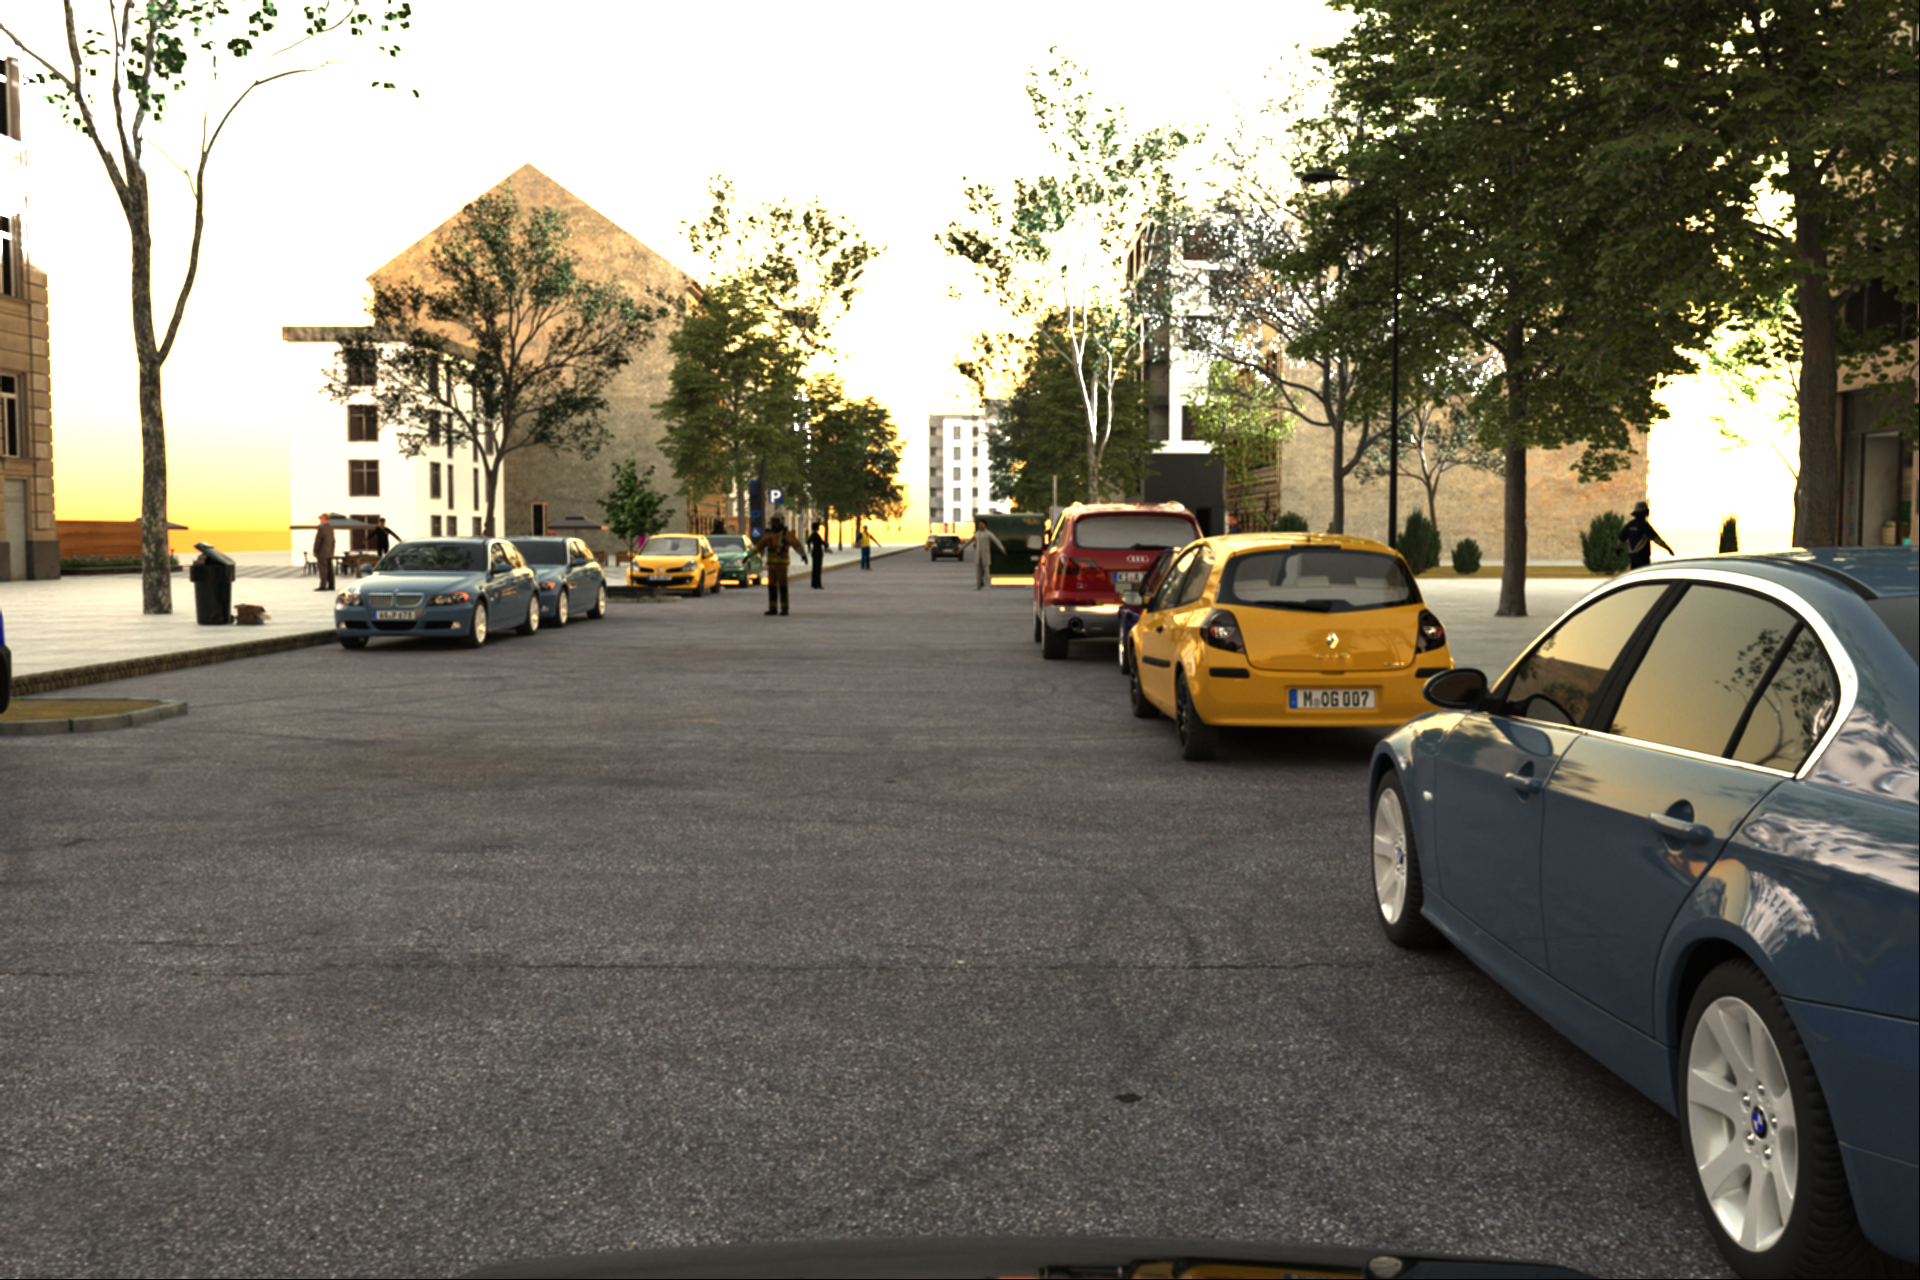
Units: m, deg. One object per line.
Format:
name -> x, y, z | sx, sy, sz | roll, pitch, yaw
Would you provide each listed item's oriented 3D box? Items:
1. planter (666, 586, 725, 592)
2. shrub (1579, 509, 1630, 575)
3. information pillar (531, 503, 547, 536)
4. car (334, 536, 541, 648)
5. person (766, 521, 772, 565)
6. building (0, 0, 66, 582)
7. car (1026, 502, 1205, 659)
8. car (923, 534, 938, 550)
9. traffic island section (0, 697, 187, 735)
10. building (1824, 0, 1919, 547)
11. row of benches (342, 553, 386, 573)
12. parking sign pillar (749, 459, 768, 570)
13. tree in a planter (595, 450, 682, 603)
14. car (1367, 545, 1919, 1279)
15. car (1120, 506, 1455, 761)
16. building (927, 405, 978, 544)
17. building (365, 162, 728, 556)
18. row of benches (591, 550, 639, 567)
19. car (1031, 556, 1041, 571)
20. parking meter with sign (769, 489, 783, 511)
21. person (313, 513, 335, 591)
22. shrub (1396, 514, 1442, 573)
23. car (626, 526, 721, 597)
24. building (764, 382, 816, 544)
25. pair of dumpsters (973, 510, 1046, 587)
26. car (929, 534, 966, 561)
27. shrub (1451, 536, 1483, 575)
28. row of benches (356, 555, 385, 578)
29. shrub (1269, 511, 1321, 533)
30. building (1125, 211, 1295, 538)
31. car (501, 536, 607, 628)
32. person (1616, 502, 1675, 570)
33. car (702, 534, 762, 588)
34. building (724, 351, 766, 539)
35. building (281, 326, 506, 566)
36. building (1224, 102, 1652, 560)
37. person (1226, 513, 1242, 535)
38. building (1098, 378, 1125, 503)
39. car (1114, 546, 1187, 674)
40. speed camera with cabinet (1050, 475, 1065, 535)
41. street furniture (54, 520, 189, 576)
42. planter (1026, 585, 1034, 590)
planter -> -7.032, -1.395, 43.955 | 1.991, 0.319, 1.994 | 0, 4, 1
shrub -> 20.176, -3.050, 53.906 | 1.661, 2.075, 1.752 | 0, 3, 0
information pillar -> -9.913, -2.225, 40.873 | 0.304, 2.012, 0.304 | 0, 4, -1
car -> -6.879, -0.687, 23.243 | 2.014, 1.417, 4.499 | 0, 3, 0
person -> -7.769, -3.973, 71.138 | 1.347, 1.806, 0.705 | 0, 4, -8
building -> -31.247, -14.616, 36.232 | 12.463, 27.353, 25.104 | 0, 4, 1
car -> 1.968, -0.777, 21.371 | 2.281, 1.827, 5.304 | 0, 4, 1
car -> -2.225, -8.802, 154.141 | 2.015, 1.641, 3.980 | 0, 4, 1
traffic island section -> -7.158, 0.583, 13.332 | 1.991, 0.108, 1.994 | 0, 4, 1
building -> 26.815, -13.110, 17.558 | 19.350, 26.588, 34.151 | 0, 4, 1
row of benches -> -18.400, -2.550, 57.161 | 4.104, 0.672, 1.422 | 1, 4, 14
parking sign pillar -> -7.187, -4.472, 61.589 | 1.447, 3.967, 1.447 | 0, 4, -1
tree in a planter -> -7.003, -2.424, 36.847 | 1.991, 3.239, 1.994 | 0, 4, 0
car -> 2.351, 0.456, 4.543 | 2.014, 1.417, 4.499 | 0, 4, 0
car -> 2.215, -0.132, 12.390 | 2.015, 1.641, 3.980 | 0, 4, -1
building -> -4.253, -23.643, 245.445 | 11.380, 20.090, 16.016 | 0, 4, -5
building -> -25.522, -17.177, 111.769 | 19.493, 23.208, 18.063 | 0, 4, 0
row of benches -> -14.453, -3.257, 68.710 | 4.104, 0.672, 1.422 | 0, 4, -4
car -> 2.513, -1.521, 37.455 | 1.945, 1.354, 3.894 | 0, 4, 1
parking meter with sign -> -7.179, -4.413, 68.418 | 0.543, 3.016, 1.738 | 0, 4, 0
person -> -14.399, -1.991, 39.141 | 0.434, 1.755, 0.990 | 1, 4, 8
shrub -> 15.234, -3.263, 57.764 | 1.690, 2.028, 1.600 | 0, 3, 0
car -> -6.705, -1.866, 40.739 | 2.015, 1.641, 3.980 | 0, 4, 1
building -> -28.005, -21.450, 217.159 | 16.747, 18.905, 31.486 | 0, 4, 1
pair of dumpsters -> 2.572, -2.597, 47.409 | 4.436, 2.255, 1.574 | 0, 4, -1
car -> -0.685, -5.102, 93.199 | 2.009, 1.686, 4.222 | 0, 4, -1
shrub -> 16.058, -2.676, 54.869 | 1.383, 1.207, 1.383 | 0, 3, 0
row of benches -> -15.773, -2.205, 51.521 | 4.104, 0.672, 1.422 | -2, 4, -26
shrub -> 9.950, -2.911, 52.019 | 1.690, 2.028, 1.600 | 0, 3, 0
building -> 25.743, -17.253, 126.057 | 27.936, 21.610, 32.646 | 0, 4, 0
car -> -6.928, -0.983, 28.070 | 2.014, 1.417, 4.499 | 0, 4, 1
person -> 11.865, -1.485, 30.155 | 0.704, 1.845, 1.351 | -1, 4, -21
car -> -6.537, -2.193, 47.648 | 2.131, 1.459, 4.920 | 0, 4, 0
building -> -26.691, -19.811, 180.325 | 16.016, 20.090, 11.380 | 0, 4, 0
building -> -26.547, -8.677, 84.012 | 9.099, 9.664, 28.070 | 0, 4, 0
building -> 25.246, -16.159, 95.127 | 19.493, 23.208, 18.063 | 0, 4, 0
person -> 5.718, -1.788, 36.190 | 0.530, 1.710, 0.541 | 0, 4, 1
building -> 24.635, -22.372, 196.714 | 19.493, 23.208, 18.063 | 0, 4, 0
car -> 2.488, -0.243, 16.549 | 1.945, 1.354, 3.894 | 0, 4, 0
speed camera with cabinet -> 3.388, -3.866, 57.552 | 0.660, 3.252, 2.038 | 0, 4, -1
street furniture -> -29.779, -2.992, 55.768 | 11.010, 1.723, 9.812 | 0, 4, 5
planter -> 2.714, -1.454, 44.905 | 1.991, 0.319, 1.994 | 0, 3, 0
